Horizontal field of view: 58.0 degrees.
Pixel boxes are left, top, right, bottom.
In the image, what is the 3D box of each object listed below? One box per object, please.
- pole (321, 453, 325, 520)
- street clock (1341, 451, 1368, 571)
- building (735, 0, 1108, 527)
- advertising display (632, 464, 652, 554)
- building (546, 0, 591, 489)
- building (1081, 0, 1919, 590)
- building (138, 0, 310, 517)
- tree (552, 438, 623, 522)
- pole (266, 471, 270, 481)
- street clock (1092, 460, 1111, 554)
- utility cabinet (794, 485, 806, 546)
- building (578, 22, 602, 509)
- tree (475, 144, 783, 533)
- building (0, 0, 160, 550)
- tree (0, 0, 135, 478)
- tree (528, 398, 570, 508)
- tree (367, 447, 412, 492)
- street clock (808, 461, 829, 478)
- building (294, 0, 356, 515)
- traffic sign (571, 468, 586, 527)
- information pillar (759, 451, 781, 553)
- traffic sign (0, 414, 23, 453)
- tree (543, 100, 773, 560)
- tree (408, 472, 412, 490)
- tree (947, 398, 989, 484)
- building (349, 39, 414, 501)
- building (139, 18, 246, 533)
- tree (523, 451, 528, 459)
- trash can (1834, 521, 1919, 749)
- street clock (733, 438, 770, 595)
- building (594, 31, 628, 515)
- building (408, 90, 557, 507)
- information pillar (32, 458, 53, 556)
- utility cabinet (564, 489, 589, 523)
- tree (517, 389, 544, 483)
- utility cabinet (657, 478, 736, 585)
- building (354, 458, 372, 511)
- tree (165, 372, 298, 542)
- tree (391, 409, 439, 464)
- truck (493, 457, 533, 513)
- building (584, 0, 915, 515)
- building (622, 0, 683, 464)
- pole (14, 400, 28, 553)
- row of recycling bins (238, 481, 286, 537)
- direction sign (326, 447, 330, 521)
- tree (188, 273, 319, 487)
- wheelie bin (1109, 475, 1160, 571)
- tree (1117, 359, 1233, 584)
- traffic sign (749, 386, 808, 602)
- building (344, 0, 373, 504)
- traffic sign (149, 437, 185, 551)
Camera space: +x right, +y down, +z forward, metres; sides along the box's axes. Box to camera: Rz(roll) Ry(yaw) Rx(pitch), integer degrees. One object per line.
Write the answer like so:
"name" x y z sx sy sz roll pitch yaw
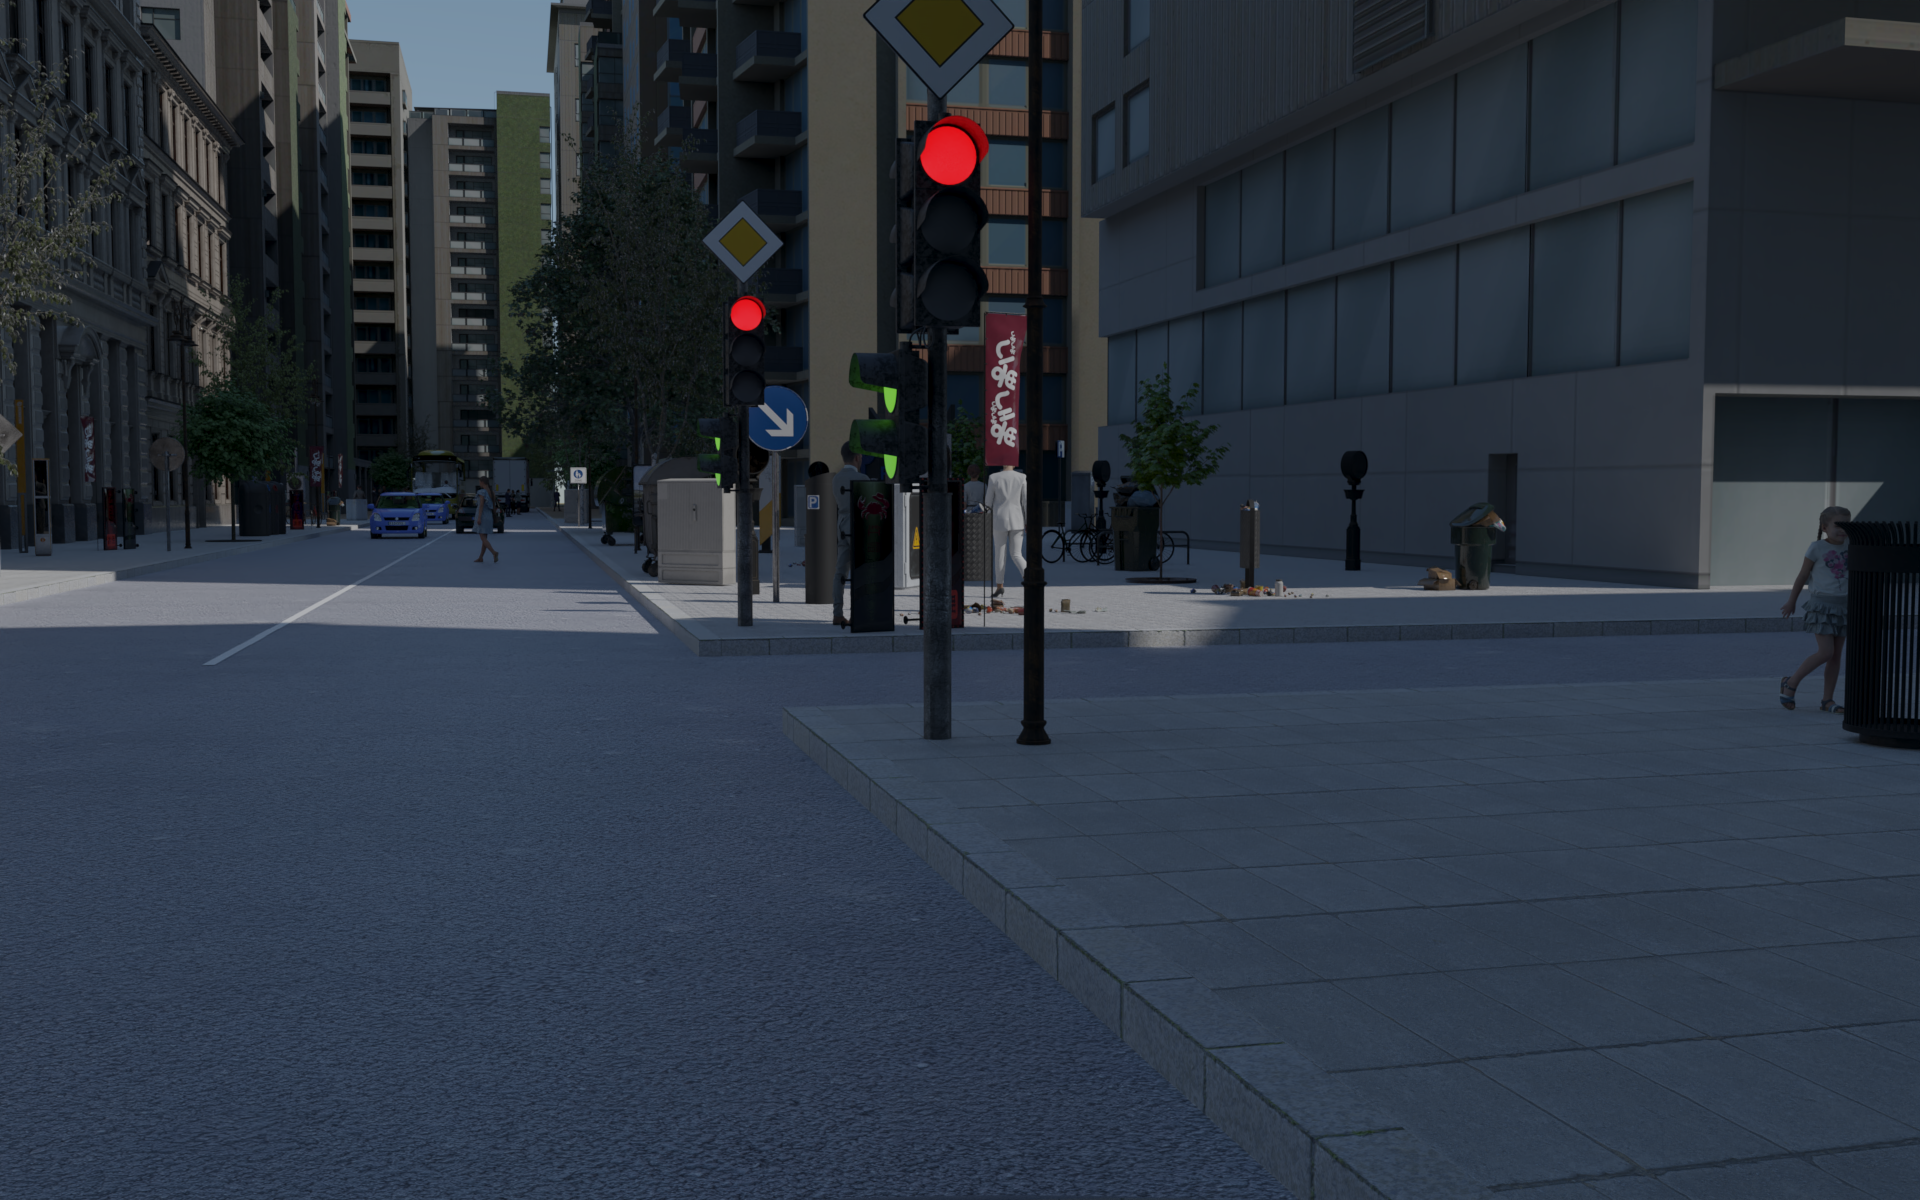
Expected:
"pole" -31.823 -5.667 86.496 0.158 3.312 0.155 0 3 0
"street clock" 6.587 -1.493 28.975 0.471 2.002 0.358 -3 5 -42
"building" -2.316 -25.945 78.824 22.147 44.769 28.867 -1 4 -14
"advertising display" -6.561 -1.961 37.283 0.974 1.923 0.123 -1 4 -10
"building" -30.708 -36.748 190.075 27.495 52.752 28.713 -1 4 -14
"building" 19.059 -27.286 35.371 27.495 52.752 28.713 -1 4 -14
"building" -43.017 -19.568 91.643 14.160 30.474 14.107 -1 4 -14
"tree" -17.396 -5.952 81.024 4.285 4.588 4.351 0 3 0
"pole" -24.449 -4.120 61.199 0.158 3.312 0.155 0 3 0
"street clock" 3.038 -2.000 37.264 0.358 2.002 0.471 2 4 30
"utility cabinet" -3.448 -2.062 42.397 1.173 1.500 0.318 -1 4 -20
"building" -26.941 -28.877 155.736 14.154 41.232 14.086 -1 4 -14
"tree" -10.671 -8.557 56.907 9.611 12.733 9.660 0 3 0
"building" -28.212 -13.194 44.598 11.050 23.489 19.941 -1 4 -14
"tree" -13.624 -4.453 23.171 4.360 8.622 3.978 0 3 0
"tree" -28.057 -10.572 123.208 4.737 8.622 4.395 0 3 0
"tree" -38.780 -8.246 118.531 4.285 4.588 4.351 0 3 0
"street clock" -3.113 -2.056 38.192 0.471 2.002 0.358 0 4 -5
"building" -45.540 -25.857 106.362 14.154 41.232 14.086 -1 4 -14
"traffic sign" -14.854 -3.995 67.440 0.606 2.300 0.079 -1 4 -10
"information pillar" -4.129 -2.821 37.485 0.504 3.616 0.183 1 4 17
"traffic sign" -14.926 -1.656 26.812 0.795 2.593 0.064 -1 4 -8
"tree" -5.725 -5.041 32.786 4.360 8.622 3.978 0 3 0
"tree" -42.193 -8.587 135.005 1.663 3.219 1.824 0 3 0
"tree" -0.079 -2.465 34.909 1.663 3.219 1.824 0 3 0
"building" -67.161 -33.830 176.816 21.600 48.544 21.300 -1 4 -14
"building" -33.213 -12.173 63.662 10.561 19.102 19.286 -1 4 -14
"tree" -38.358 -12.907 161.385 4.737 8.622 4.395 0 3 0
"trash can" 4.881 0.170 8.878 0.748 1.137 0.748 0 3 0
"street clock" -2.682 -1.071 22.088 0.471 2.002 0.358 -2 4 -30
"building" -16.784 -20.914 113.650 14.160 30.474 14.107 -1 4 -14
"building" -49.132 -30.272 178.534 14.086 41.232 14.154 -1 4 -14
"information pillar" -19.000 -1.918 35.859 0.304 2.012 0.304 -2 4 -24
"utility cabinet" -16.703 -4.090 75.551 1.173 1.500 0.318 2 4 23
"tree" -15.962 -7.458 72.307 4.360 8.622 3.978 0 3 0
"utility cabinet" -3.732 -0.965 24.464 1.173 1.500 0.318 2 4 31
"building" -53.031 -41.784 121.414 20.563 71.187 20.611 -1 4 -14
"tree" -19.773 -3.859 46.804 4.285 4.588 4.351 0 3 0
"tree" -46.995 -12.213 150.049 4.360 8.622 3.978 0 3 0
"truck" -35.425 -9.069 137.195 2.839 4.237 11.283 -1 4 -12
"building" -17.732 -29.433 135.846 22.147 44.769 28.867 -1 4 -14
"building" -11.891 -27.489 99.549 14.600 45.320 14.200 -1 4 -14
"pole" -20.345 -2.672 37.526 0.158 3.312 0.155 0 3 0
"row of recycling bins" -21.772 -2.866 53.970 1.069 1.692 3.534 -1 4 -11
"direction sign" -30.265 -5.574 83.135 0.379 3.537 0.876 -1 4 -21
"tree" -23.408 -6.557 57.572 4.737 8.622 4.395 0 3 0
"wheelie bin" 2.937 -1.284 28.903 0.693 1.594 0.980 -3 5 -42
"tree" 2.894 -1.858 24.982 1.663 3.219 1.824 0 3 0
"traffic sign" -2.176 -1.244 20.449 0.768 2.556 0.104 -1 4 -10
"building" -63.189 -29.791 141.707 28.867 44.769 22.147 -1 4 -14
"traffic sign" -17.724 -2.362 38.729 0.768 2.556 0.104 0 4 -8
